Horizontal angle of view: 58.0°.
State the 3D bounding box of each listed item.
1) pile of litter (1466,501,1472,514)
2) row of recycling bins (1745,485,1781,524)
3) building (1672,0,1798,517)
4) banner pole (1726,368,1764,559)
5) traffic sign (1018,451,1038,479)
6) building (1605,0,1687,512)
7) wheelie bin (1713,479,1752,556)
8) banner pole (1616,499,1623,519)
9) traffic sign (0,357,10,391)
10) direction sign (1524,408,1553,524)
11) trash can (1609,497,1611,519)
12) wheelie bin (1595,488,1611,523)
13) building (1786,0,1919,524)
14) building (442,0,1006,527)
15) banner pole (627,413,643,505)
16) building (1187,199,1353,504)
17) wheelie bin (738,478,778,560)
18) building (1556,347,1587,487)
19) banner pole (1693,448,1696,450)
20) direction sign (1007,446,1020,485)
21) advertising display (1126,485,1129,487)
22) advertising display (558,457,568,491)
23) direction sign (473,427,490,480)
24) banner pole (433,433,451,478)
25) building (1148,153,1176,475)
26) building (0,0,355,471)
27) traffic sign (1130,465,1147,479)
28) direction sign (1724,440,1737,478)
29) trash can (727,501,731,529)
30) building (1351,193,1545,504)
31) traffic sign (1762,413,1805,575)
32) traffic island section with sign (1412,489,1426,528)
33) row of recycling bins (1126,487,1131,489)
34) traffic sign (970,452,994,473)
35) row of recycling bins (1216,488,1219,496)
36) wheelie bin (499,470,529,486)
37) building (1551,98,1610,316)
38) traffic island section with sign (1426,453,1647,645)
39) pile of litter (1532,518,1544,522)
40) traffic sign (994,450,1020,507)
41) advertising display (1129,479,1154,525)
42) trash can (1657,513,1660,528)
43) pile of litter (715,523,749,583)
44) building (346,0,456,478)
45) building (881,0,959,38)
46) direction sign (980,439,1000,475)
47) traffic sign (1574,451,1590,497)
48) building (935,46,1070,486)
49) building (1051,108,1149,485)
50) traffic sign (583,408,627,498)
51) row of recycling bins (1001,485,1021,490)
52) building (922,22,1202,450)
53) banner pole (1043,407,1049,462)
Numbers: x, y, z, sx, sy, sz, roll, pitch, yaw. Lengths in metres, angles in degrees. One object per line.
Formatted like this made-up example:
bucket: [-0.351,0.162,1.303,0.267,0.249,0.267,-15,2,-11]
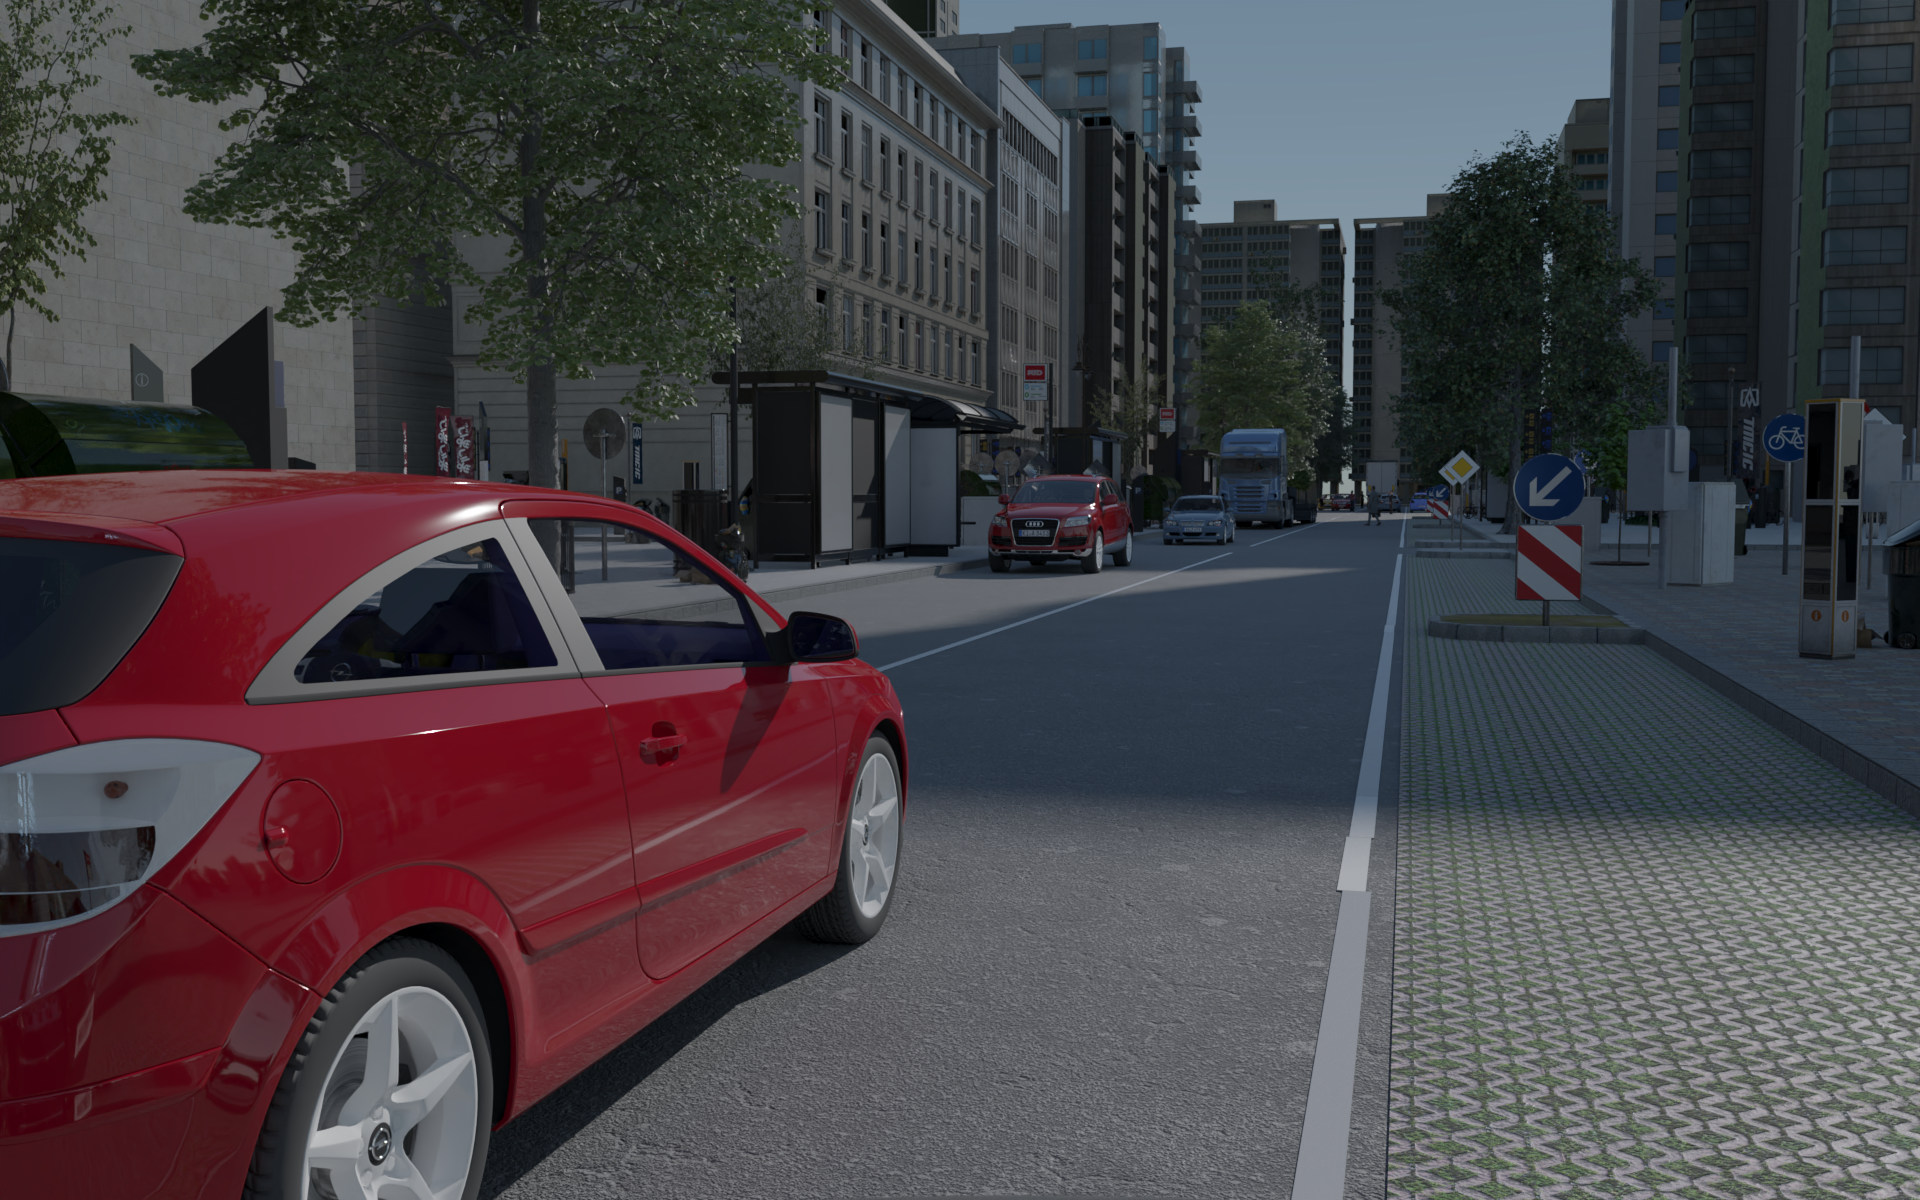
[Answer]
pile of litter: [35.201,-6.287,116.760,1.719,0.858,1.176,-3,5,-39]
row of recycling bins: [33.912,-4.176,75.390,3.534,1.692,1.069,0,4,-7]
building: [48.676,-20.099,100.320,14.160,30.474,14.107,1,4,14]
banner pole: [15.400,-2.701,34.184,0.401,3.779,0.863,-3,4,-37]
traffic sign: [2.034,-3.104,50.850,0.768,2.556,0.104,1,4,19]
building: [61.586,-36.235,134.440,21.231,58.520,28.212,1,4,14]
wheelie bin: [16.035,-1.735,36.279,0.980,1.594,0.693,0,4,-7]
banner pole: [34.729,-6.157,90.677,0.863,3.779,0.401,-3,5,-45]
traffic sign: [-8.245,-0.879,14.478,0.768,2.556,0.104,1,4,20]
direction sign: [15.341,-3.304,46.024,0.379,3.537,0.876,-2,4,-34]
trash can: [31.657,-4.501,85.248,0.748,1.137,0.748,0,3,0]
wheelie bin: [28.016,-4.154,75.818,0.693,1.594,0.980,-3,5,-40]
building: [45.399,-24.126,78.057,14.154,41.232,14.086,1,4,14]
building: [-9.158,-15.032,79.053,16.112,22.955,30.059,1,4,14]
banner pole: [-10.071,-3.887,53.566,0.401,3.779,0.863,2,4,29]
building: [39.136,-33.014,231.657,23.993,40.220,32.217,1,4,14]
wheelie bin: [-3.920,-1.579,33.722,0.693,1.594,0.980,1,4,16]
building: [71.412,-19.415,162.473,27.650,21.520,28.899,1,4,14]
banner pole: [34.787,-5.657,82.513,0.401,3.779,0.863,-1,4,-13]
direction sign: [2.562,-5.533,82.465,0.379,3.537,0.876,-3,5,-42]
advertising display: [11.841,-7.274,124.136,0.974,1.923,0.123,2,4,28]
advertising display: [-7.185,-1.552,30.586,0.123,1.923,0.974,-3,4,-37]
direction sign: [-16.291,-4.075,58.624,0.876,3.537,0.379,-3,5,-44]
banner pole: [-21.144,-4.931,70.633,0.863,3.779,0.401,0,4,-7]
building: [10.364,-22.975,147.335,14.160,30.474,14.107,1,4,14]
building: [-21.470,-10.781,31.028,16.860,20.320,10.420,1,4,14]
traffic sign: [7.828,-4.641,75.981,0.768,2.556,0.104,1,4,16]
direction sign: [32.216,-4.915,72.355,0.876,3.537,0.379,-2,4,-28]
trash can: [-5.128,-1.540,36.830,0.748,1.137,0.748,0,3,0]
building: [63.418,-32.688,226.324,23.993,40.220,32.217,1,4,14]
traffic sign: [13.117,-1.673,27.461,0.768,2.556,0.104,1,4,20]
traffic island section with sign: [19.959,-3.898,72.354,1.989,1.847,2.006,1,4,14]
row of recycling bins: [9.712,-5.589,98.498,1.069,1.692,3.534,3,4,38]
traffic sign: [0.641,-3.222,52.779,0.768,2.556,0.104,1,4,15]
row of recycling bins: [16.830,-6.038,105.837,1.069,1.692,3.534,-2,4,-30]
wheelie bin: [-5.774,-0.904,22.690,0.980,1.594,0.693,3,5,43]
building: [84.361,-36.089,213.752,21.600,48.544,21.300,1,4,14]
traffic island section with sign: [5.773,-0.543,17.500,1.989,1.847,2.006,1,4,14]
pile of litter: [29.113,-4.429,86.379,1.176,0.858,1.719,1,4,15]
traffic sign: [1.346,-3.059,50.125,0.768,2.556,0.104,1,4,20]
advertising display: [7.642,-4.099,72.226,0.974,1.923,0.123,0,4,-8]
trash can: [25.636,-3.132,62.855,0.748,1.137,0.748,0,3,0]
pile of litter: [-3.592,-0.684,25.146,1.176,0.858,1.719,1,4,12]
building: [-33.216,-17.048,75.991,25.104,27.353,12.463,1,4,14]
building: [-12.551,-48.935,238.331,20.611,71.187,20.563,1,4,14]
direction sign: [1.225,-4.852,71.323,0.876,3.537,0.379,1,4,21]
traffic sign: [17.039,-2.865,46.954,0.768,2.556,0.104,1,4,22]
building: [-1.336,-17.422,102.869,12.078,24.808,19.932,1,4,14]
building: [6.224,-22.150,133.859,14.160,30.474,14.107,1,4,14]
traffic sign: [-5.264,-1.558,25.586,0.768,2.556,0.104,2,4,24]
row of recycling bins: [2.515,-4.210,75.949,1.069,1.692,3.534,-1,4,-20]
building: [9.202,-34.273,179.973,30.456,49.044,23.786,1,4,14]
banner pole: [2.495,-3.663,49.910,0.401,3.779,0.863,0,4,-7]
